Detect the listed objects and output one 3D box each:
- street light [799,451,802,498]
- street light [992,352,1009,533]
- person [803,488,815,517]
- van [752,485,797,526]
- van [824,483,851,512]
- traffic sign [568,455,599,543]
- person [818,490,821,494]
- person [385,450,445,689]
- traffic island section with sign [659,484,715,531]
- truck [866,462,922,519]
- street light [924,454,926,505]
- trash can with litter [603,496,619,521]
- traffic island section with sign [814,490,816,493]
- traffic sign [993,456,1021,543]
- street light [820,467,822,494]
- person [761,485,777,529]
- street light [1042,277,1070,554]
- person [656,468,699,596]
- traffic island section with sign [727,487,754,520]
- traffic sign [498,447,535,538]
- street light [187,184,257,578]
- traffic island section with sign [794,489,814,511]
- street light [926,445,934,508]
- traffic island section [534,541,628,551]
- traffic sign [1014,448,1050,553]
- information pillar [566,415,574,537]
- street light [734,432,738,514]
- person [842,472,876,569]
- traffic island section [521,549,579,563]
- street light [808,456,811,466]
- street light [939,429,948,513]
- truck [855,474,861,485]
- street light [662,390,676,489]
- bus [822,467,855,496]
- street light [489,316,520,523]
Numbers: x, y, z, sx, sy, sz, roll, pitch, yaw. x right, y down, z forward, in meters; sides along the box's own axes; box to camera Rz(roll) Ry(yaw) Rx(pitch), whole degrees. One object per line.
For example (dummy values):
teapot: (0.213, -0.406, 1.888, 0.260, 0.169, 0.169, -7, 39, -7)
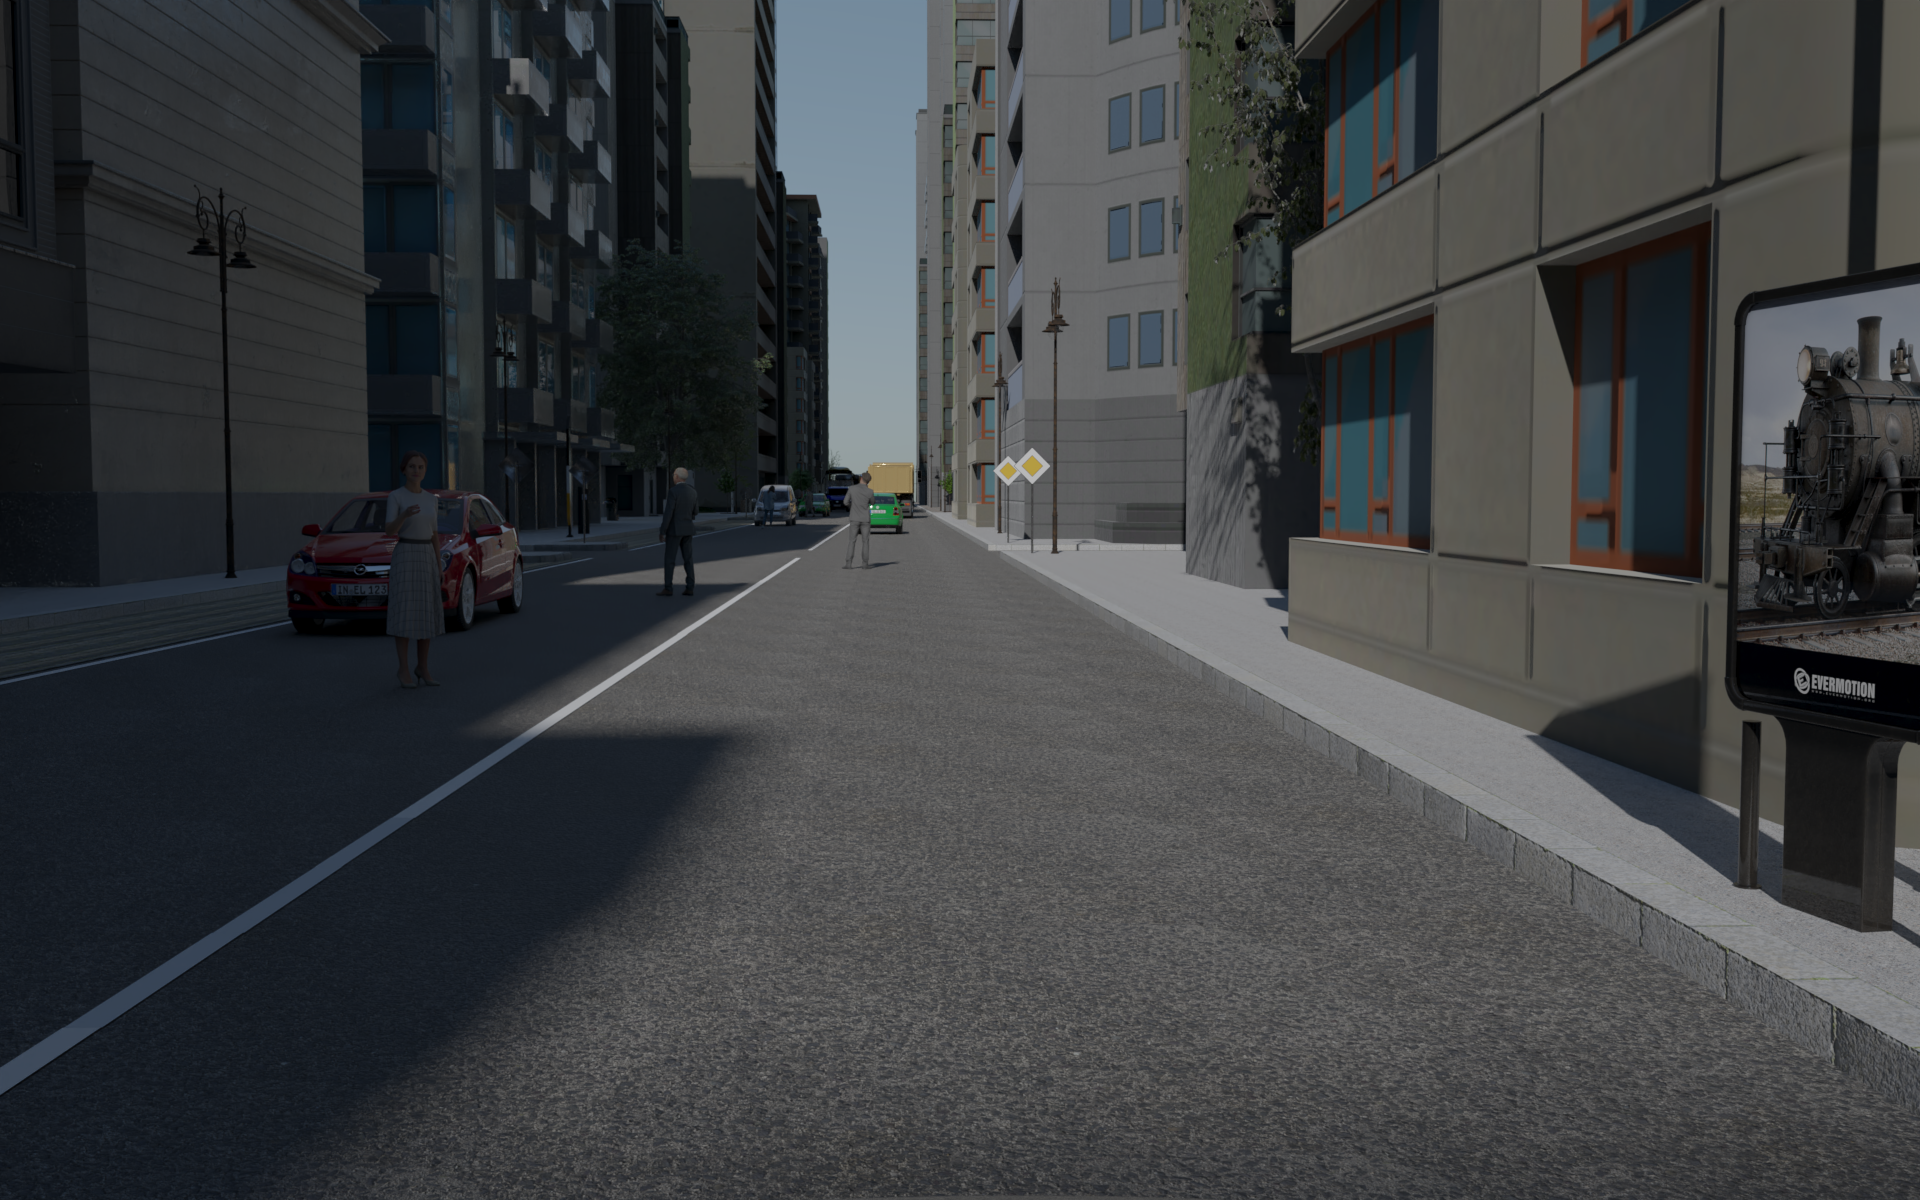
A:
street light: (-17.168, -13.076, 186.571, 0.468, 5.910, 1.993, 0, 4, -2)
street light: (1.299, -5.106, 56.272, 0.468, 5.910, 1.993, 0, 4, -2)
person: (-9.263, -5.975, 106.291, 0.767, 1.812, 0.694, 3, 4, 36)
van: (-8.375, -4.379, 78.608, 2.013, 2.044, 4.112, 0, 4, -1)
van: (-9.794, -8.303, 140.132, 2.240, 2.365, 5.245, 0, 4, -1)
traffic sign: (-9.776, -2.532, 45.041, 0.795, 2.450, 0.064, 0, 4, -2)
person: (-15.036, -10.800, 185.085, 0.705, 1.823, 1.348, 0, 4, 3)
person: (-3.999, -0.229, 12.814, 0.524, 1.755, 0.480, 3, 4, 37)
traffic island section with sign: (-10.650, -3.615, 67.732, 1.989, 1.847, 2.006, 0, 4, -2)
truck: (-4.071, -6.629, 104.307, 3.469, 3.379, 9.791, 0, 4, -1)
street light: (-3.884, -13.689, 196.603, 0.468, 5.910, 1.993, 0, 4, -2)
trash can with litter: (-16.707, -4.381, 83.013, 0.624, 1.170, 1.055, 0, 4, 2)
traffic island section with sign: (-14.521, -9.994, 172.030, 1.989, 1.847, 2.006, 0, 4, -2)
traffic sign: (1.262, -2.556, 45.429, 0.795, 2.450, 0.064, 0, 4, -2)
street light: (-18.972, -16.139, 236.652, 0.468, 5.910, 1.993, 0, 4, -2)
person: (-7.931, -3.849, 71.701, 0.793, 1.790, 0.793, -2, 4, -24)
street light: (2.039, -3.931, 37.066, 0.468, 5.910, 1.993, 0, 4, -2)
person: (-4.019, -0.967, 24.490, 0.590, 1.801, 0.661, 3, 4, 38)
traffic island section with sign: (-11.649, -5.262, 94.669, 1.989, 1.847, 2.006, 0, 4, -2)
traffic sign: (-9.479, -2.044, 37.061, 0.795, 2.450, 0.064, 0, 4, -2)
street light: (-11.137, -3.272, 26.280, 0.468, 5.910, 1.993, 0, 4, -2)
traffic island section with sign: (-13.517, -8.347, 145.093, 1.989, 1.847, 2.006, 0, 4, -2)
street light: (-2.713, -11.708, 164.218, 0.468, 5.910, 1.993, 0, 4, -2)
traffic island section: (-9.799, -1.396, 45.101, 2.009, 0.180, 2.903, 0, 4, -2)
traffic sign: (1.558, -2.068, 37.449, 0.795, 2.450, 0.064, 0, 4, -2)
information pillar: (-11.561, -3.660, 51.193, 0.183, 3.616, 0.504, 0, 4, -7)
street light: (-14.271, -8.409, 110.279, 0.468, 5.910, 1.993, 0, 4, -2)
person: (-1.941, -1.520, 33.154, 0.655, 1.846, 0.447, 0, 4, -3)
traffic island section: (-9.502, -0.908, 37.122, 2.009, 0.180, 2.903, 0, 4, -2)
street light: (-17.737, -14.191, 204.805, 0.468, 5.910, 1.993, 0, 4, -2)
street light: (-1.043, -9.013, 120.154, 0.468, 5.910, 1.993, 0, 4, -2)
truck: (-11.067, -10.766, 171.941, 3.469, 3.379, 9.791, 0, 4, -2)
street light: (-12.998, -6.399, 77.414, 0.468, 5.910, 1.993, 0, 4, -2)
bus: (-10.958, -10.212, 158.511, 2.896, 3.916, 12.252, 0, 4, -2)
street light: (-11.831, -4.425, 45.135, 0.468, 5.910, 1.993, 0, 4, -2)
